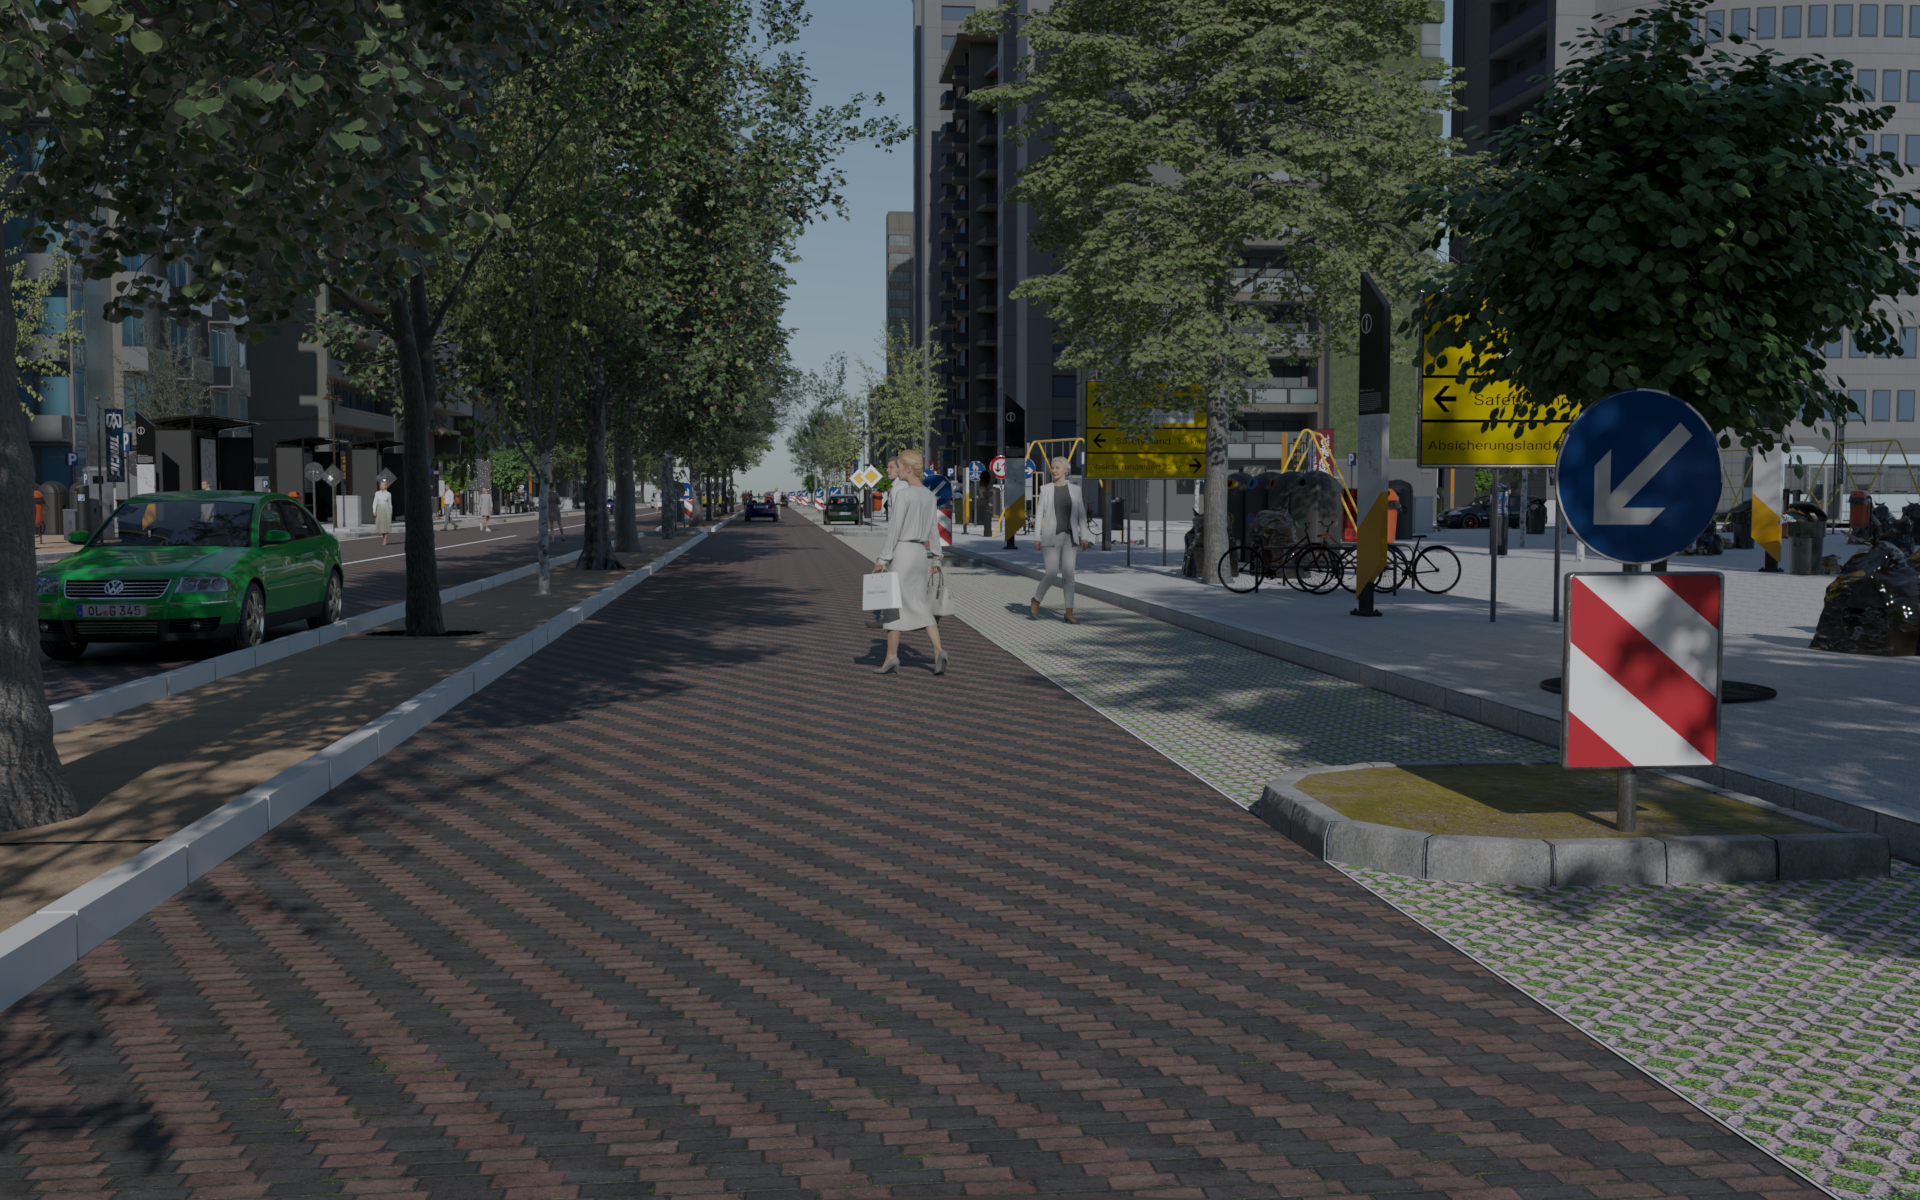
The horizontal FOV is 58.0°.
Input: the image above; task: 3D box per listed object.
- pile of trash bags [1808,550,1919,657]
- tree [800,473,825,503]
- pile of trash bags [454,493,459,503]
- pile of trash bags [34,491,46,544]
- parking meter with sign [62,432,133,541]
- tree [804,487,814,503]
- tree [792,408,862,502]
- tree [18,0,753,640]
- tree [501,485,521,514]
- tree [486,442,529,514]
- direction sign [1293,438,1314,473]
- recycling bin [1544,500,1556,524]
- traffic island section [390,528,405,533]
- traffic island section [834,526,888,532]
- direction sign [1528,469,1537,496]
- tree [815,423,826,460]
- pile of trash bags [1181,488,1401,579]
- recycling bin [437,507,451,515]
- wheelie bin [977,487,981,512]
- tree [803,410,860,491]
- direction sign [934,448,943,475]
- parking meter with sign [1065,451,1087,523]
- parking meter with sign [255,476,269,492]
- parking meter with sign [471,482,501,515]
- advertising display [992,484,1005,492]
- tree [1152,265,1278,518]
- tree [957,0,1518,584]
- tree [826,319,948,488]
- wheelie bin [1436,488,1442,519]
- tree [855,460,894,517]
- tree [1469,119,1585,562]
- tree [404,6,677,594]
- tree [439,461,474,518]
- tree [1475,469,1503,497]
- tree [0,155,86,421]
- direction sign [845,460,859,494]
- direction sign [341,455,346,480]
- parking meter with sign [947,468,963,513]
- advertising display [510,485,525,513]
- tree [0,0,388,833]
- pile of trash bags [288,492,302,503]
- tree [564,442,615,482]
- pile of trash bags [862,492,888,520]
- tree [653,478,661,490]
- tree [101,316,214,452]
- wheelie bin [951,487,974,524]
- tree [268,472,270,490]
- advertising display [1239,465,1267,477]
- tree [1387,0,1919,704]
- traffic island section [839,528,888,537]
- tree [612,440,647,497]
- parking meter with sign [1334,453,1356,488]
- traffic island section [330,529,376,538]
[{"bbox_3d":[8.851,-0.268,14.134,3.447,1.369,1.912,-1,4,-21],"label":"pile of trash bags"},{"bbox_3d":[-20.600,-15.734,240.960,4.285,4.588,4.351,0,3,0],"label":"tree"},{"bbox_3d":[-39.087,-7.842,137.971,3.447,1.369,1.912,2,4,31],"label":"pile of trash bags"},{"bbox_3d":[-24.967,-2.128,44.550,3.447,1.369,1.912,1,4,17],"label":"pile of trash bags"},{"bbox_3d":[-23.992,-3.176,48.184,0.543,3.016,1.738,3,5,44],"label":"parking meter with sign"},{"bbox_3d":[-21.956,-15.899,254.545,1.663,3.219,1.824,0,3,0],"label":"tree"},{"bbox_3d":[-14.448,-15.426,186.626,8.767,10.594,7.601,-2,4,-34],"label":"tree"},{"bbox_3d":[-5.527,-5.445,17.242,9.928,11.665,9.643,0,3,0],"label":"tree"},{"bbox_3d":[-29.487,-7.295,113.873,1.663,3.219,1.824,0,3,0],"label":"tree"},{"bbox_3d":[-28.787,-7.711,109.793,4.285,4.588,4.351,0,3,0],"label":"tree"},{"bbox_3d":[13.859,-4.766,69.925,0.876,3.537,0.379,2,4,32],"label":"direction sign"},{"bbox_3d":[25.203,-3.751,73.890,0.722,1.027,0.722,1,4,9],"label":"recycling bin"},{"bbox_3d":[-21.669,-2.639,65.428,2.009,0.180,2.903,0,4,-6],"label":"traffic island section"},{"bbox_3d":[-3.883,-2.757,67.362,2.009,0.180,2.903,0,4,-6],"label":"traffic island section"},{"bbox_3d":[24.068,-4.954,72.996,0.876,3.537,0.379,-3,5,-43],"label":"direction sign"},{"bbox_3d":[-7.965,-10.550,122.860,4.737,8.622,4.395,0,3,0],"label":"tree"},{"bbox_3d":[5.101,-1.055,27.007,3.447,1.369,1.912,1,4,16],"label":"pile of trash bags"},{"bbox_3d":[-31.730,-5.748,106.535,0.722,1.027,0.722,-2,4,-29],"label":"recycling bin"},{"bbox_3d":[0.521,-4.171,76.106,0.980,1.594,0.693,3,5,39],"label":"wheelie bin"},{"bbox_3d":[-11.339,-12.670,157.508,4.360,8.622,3.978,0,3,0],"label":"tree"},{"bbox_3d":[-0.996,-5.773,86.384,0.379,3.537,0.876,1,4,17],"label":"direction sign"},{"bbox_3d":[4.546,-4.521,70.178,1.738,3.016,0.543,-3,5,-44],"label":"parking meter with sign"},{"bbox_3d":[-30.164,-4.789,74.561,1.738,3.016,0.543,1,4,22],"label":"parking meter with sign"},{"bbox_3d":[-28.940,-6.689,105.632,1.738,3.016,0.543,0,3,0],"label":"parking meter with sign"},{"bbox_3d":[2.602,-6.588,112.923,0.974,1.923,0.123,0,4,1],"label":"advertising display"},{"bbox_3d":[7.594,-6.356,54.286,4.360,8.622,3.978,0,3,0],"label":"tree"},{"bbox_3d":[3.815,-6.483,24.117,7.486,12.596,7.792,0,3,0],"label":"tree"},{"bbox_3d":[-2.305,-7.433,71.891,4.737,8.622,4.395,0,3,0],"label":"tree"},{"bbox_3d":[23.719,-4.762,85.774,0.980,1.594,0.693,-3,5,-45],"label":"wheelie bin"},{"bbox_3d":[-4.542,-6.310,97.768,1.663,3.219,1.824,0,3,0],"label":"tree"},{"bbox_3d":[11.540,-5.030,32.595,4.737,8.622,4.395,0,3,0],"label":"tree"},{"bbox_3d":[-6.011,-4.399,24.744,4.737,8.622,4.395,0,3,0],"label":"tree"},{"bbox_3d":[-26.482,-5.926,91.486,1.663,3.219,1.824,0,3,0],"label":"tree"},{"bbox_3d":[24.833,-5.400,82.890,1.663,3.219,1.824,0,3,0],"label":"tree"},{"bbox_3d":[-20.941,-5.277,36.650,4.737,8.622,4.395,0,3,0],"label":"tree"},{"bbox_3d":[-7.150,-7.502,114.649,0.876,3.537,0.379,0,4,0],"label":"direction sign"},{"bbox_3d":[-35.100,-6.562,99.290,0.876,3.537,0.379,1,4,20],"label":"direction sign"},{"bbox_3d":[-0.138,-7.404,117.309,0.543,3.016,1.738,2,4,35],"label":"parking meter with sign"},{"bbox_3d":[-30.161,-6.896,117.961,0.974,1.923,0.123,-1,4,-15],"label":"advertising display"},{"bbox_3d":[-4.202,-5.987,6.997,9.857,13.997,8.962,0,3,0],"label":"tree"},{"bbox_3d":[-26.123,-3.464,66.389,1.912,1.369,3.447,0,4,2],"label":"pile of trash bags"},{"bbox_3d":[-36.624,-15.409,170.058,7.486,12.596,7.792,0,3,0],"label":"tree"},{"bbox_3d":[-3.071,-4.572,84.504,3.447,1.369,1.912,3,5,42],"label":"pile of trash bags"},{"bbox_3d":[-45.804,-17.318,266.860,4.285,4.588,4.351,0,3,0],"label":"tree"},{"bbox_3d":[-31.995,-7.309,69.866,4.360,8.622,3.978,0,3,0],"label":"tree"},{"bbox_3d":[0.068,-3.990,73.140,0.693,1.594,0.980,1,4,12],"label":"wheelie bin"},{"bbox_3d":[-31.817,-5.344,81.970,1.663,3.219,1.824,0,3,0],"label":"tree"},{"bbox_3d":[6.588,-2.067,39.005,0.123,1.923,0.974,3,5,43],"label":"advertising display"},{"bbox_3d":[4.579,-1.674,11.079,4.285,4.588,4.351,0,3,0],"label":"tree"},{"bbox_3d":[-3.015,-2.272,59.424,2.009,0.180,2.903,0,4,-6],"label":"traffic island section"},{"bbox_3d":[-39.044,-15.987,195.804,8.767,10.594,7.601,0,4,6],"label":"tree"},{"bbox_3d":[15.767,-4.693,72.985,1.738,3.016,0.543,-1,4,-17],"label":"parking meter with sign"},{"bbox_3d":[-20.801,-2.153,57.490,2.009,0.180,2.903,0,4,-6],"label":"traffic island section"}]
